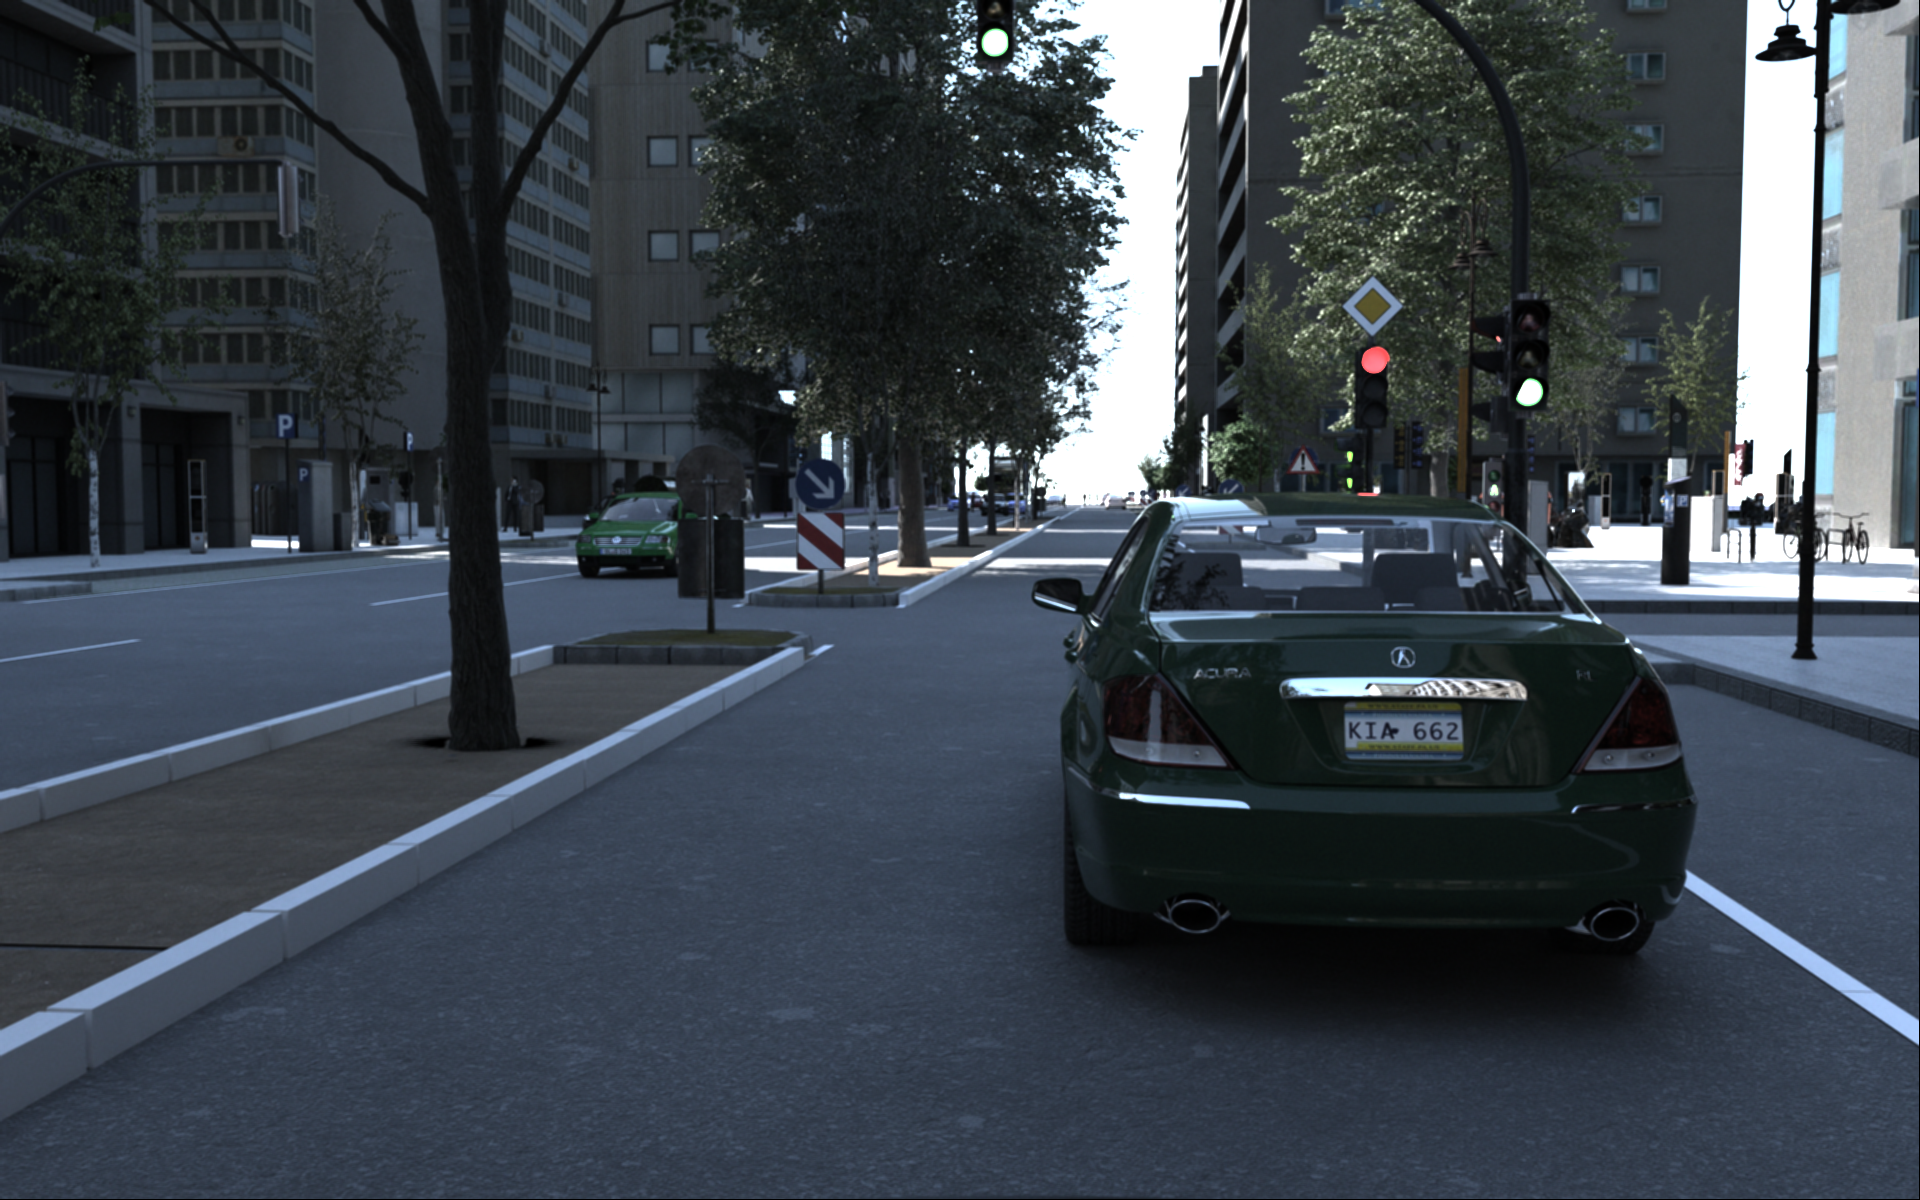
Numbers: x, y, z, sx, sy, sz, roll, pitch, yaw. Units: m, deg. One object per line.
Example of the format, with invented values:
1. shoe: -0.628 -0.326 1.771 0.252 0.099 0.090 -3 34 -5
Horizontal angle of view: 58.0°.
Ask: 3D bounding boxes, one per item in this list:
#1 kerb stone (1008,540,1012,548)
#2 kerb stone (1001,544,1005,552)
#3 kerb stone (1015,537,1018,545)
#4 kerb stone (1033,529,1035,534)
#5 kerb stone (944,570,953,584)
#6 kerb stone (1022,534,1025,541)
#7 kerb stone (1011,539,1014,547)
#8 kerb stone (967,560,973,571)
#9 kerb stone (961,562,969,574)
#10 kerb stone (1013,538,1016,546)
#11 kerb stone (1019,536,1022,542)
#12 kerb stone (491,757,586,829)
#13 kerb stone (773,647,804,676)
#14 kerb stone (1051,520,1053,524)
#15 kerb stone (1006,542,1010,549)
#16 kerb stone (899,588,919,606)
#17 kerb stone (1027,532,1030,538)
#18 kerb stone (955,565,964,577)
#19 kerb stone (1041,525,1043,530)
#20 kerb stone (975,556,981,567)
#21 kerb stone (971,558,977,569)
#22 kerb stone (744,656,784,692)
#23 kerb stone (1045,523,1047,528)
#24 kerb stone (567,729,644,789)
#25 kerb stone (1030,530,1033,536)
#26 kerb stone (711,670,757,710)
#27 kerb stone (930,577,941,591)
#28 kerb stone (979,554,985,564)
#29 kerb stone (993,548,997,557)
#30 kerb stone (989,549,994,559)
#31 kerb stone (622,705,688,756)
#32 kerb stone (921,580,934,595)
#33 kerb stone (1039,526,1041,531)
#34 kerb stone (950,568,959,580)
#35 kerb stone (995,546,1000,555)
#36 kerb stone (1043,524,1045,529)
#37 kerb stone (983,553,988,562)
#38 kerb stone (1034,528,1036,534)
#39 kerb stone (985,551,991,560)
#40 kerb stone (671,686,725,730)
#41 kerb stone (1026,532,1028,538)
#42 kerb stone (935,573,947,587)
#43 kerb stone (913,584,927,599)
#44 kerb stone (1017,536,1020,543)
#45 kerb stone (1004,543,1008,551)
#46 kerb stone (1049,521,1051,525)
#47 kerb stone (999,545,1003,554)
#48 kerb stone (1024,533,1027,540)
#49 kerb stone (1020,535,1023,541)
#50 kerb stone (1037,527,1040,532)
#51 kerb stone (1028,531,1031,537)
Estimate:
1. kerb stone: 1.209 -1.402 45.124 0.120 0.150 1.000 0 4 5
2. kerb stone: 0.945 -1.215 42.059 0.120 0.150 1.000 0 4 5
3. kerb stone: 1.461 -1.588 48.195 0.120 0.150 1.000 0 4 5
4. kerb stone: 2.404 -2.279 59.460 0.120 0.150 1.000 0 4 5
5. kerb stone: -0.254 -0.340 27.756 0.120 0.150 1.000 0 4 5
6. kerb stone: 1.807 -1.839 52.291 0.120 0.150 1.000 0 4 5
7. kerb stone: 1.293 -1.464 46.152 0.120 0.150 1.000 0 4 5
8. kerb stone: 0.092 -0.585 31.842 0.120 0.150 1.000 0 4 5
9. kerb stone: 0.011 -0.528 30.823 0.120 0.150 1.000 0 4 5
10. kerb stone: 1.379 -1.528 47.174 0.120 0.150 1.000 0 4 5
11. kerb stone: 1.637 -1.716 50.244 0.120 0.150 1.000 0 4 5
12. kerb stone: -1.921 0.875 7.882 0.120 0.150 1.000 0 4 5
13. kerb stone: -1.408 0.502 14.009 0.120 0.150 1.000 0 4 5
14. kerb stone: 4.038 -3.468 78.892 0.120 0.150 1.000 0 4 5
15. kerb stone: 1.112 -1.340 44.096 0.120 0.150 1.000 0 4 5
16. kerb stone: -0.680 -0.027 22.656 0.120 0.150 1.000 0 4 5
17. kerb stone: 2.063 -2.029 55.376 0.120 0.150 1.000 0 4 5
18. kerb stone: -0.081 -0.462 29.802 0.120 0.150 1.000 0 4 5
19. kerb stone: 3.011 -2.713 66.625 0.120 0.150 1.000 0 4 5
20. kerb stone: 0.263 -0.714 33.891 0.120 0.150 1.000 0 4 5
21. kerb stone: 0.181 -0.652 32.860 0.120 0.150 1.000 0 4 5
22. kerb stone: -1.492 0.564 12.986 0.120 0.150 1.000 0 4 5
23. kerb stone: 3.353 -2.968 70.728 0.120 0.150 1.000 0 4 5
24. kerb stone: -1.832 0.817 8.905 0.120 0.150 1.000 0 4 5
25. kerb stone: 2.240 -2.154 57.419 0.120 0.150 1.000 0 4 5
26. kerb stone: -1.578 0.626 11.967 0.120 0.150 1.000 0 4 5
27. kerb stone: -0.425 -0.207 25.720 0.120 0.150 1.000 0 4 5
28. kerb stone: 0.348 -0.778 34.910 0.120 0.150 1.000 0 4 5
29. kerb stone: 0.693 -1.028 38.998 0.120 0.150 1.000 0 4 5
30. kerb stone: 0.605 -0.963 37.980 0.120 0.150 1.000 0 4 5
31. kerb stone: -1.752 0.751 9.924 0.120 0.150 1.000 0 4 5
32. kerb stone: -0.513 -0.152 24.701 0.120 0.150 1.000 0 4 5
33. kerb stone: 2.835 -2.593 64.583 0.120 0.150 1.000 0 4 5
34. kerb stone: -0.167 -0.402 28.784 0.120 0.150 1.000 0 4 5
35. kerb stone: 0.783 -1.088 40.022 0.120 0.150 1.000 0 4 5
36. kerb stone: 3.183 -2.843 68.683 0.120 0.150 1.000 0 4 5
37. kerb stone: 0.435 -0.840 35.928 0.120 0.150 1.000 0 4 5
38. kerb stone: 2.492 -2.341 60.478 0.120 0.150 1.000 0 4 5
39. kerb stone: 0.513 -0.897 36.950 0.120 0.150 1.000 0 4 5
40. kerb stone: -1.668 0.688 10.946 0.120 0.150 1.000 0 4 5
41. kerb stone: 1.987 -1.966 54.347 0.120 0.150 1.000 0 4 5
42. kerb stone: -0.346 -0.277 26.738 0.120 0.150 1.000 0 4 5
43. kerb stone: -0.601 -0.087 23.677 0.120 0.150 1.000 0 4 5
44. kerb stone: 1.558 -1.652 49.212 0.120 0.150 1.000 0 4 5
45. kerb stone: 1.034 -1.277 43.077 0.120 0.150 1.000 0 4 5
46. kerb stone: 3.780 -3.280 75.824 0.120 0.150 1.000 0 4 5
47. kerb stone: 0.866 -1.153 41.040 0.120 0.150 1.000 0 4 5
48. kerb stone: 1.893 -1.903 53.325 0.120 0.150 1.000 0 4 5
49. kerb stone: 1.718 -1.778 51.272 0.120 0.150 1.000 0 4 5
50. kerb stone: 2.751 -2.530 63.558 0.120 0.150 1.000 0 4 5
51. kerb stone: 2.144 -2.090 56.395 0.120 0.150 1.000 0 4 5
